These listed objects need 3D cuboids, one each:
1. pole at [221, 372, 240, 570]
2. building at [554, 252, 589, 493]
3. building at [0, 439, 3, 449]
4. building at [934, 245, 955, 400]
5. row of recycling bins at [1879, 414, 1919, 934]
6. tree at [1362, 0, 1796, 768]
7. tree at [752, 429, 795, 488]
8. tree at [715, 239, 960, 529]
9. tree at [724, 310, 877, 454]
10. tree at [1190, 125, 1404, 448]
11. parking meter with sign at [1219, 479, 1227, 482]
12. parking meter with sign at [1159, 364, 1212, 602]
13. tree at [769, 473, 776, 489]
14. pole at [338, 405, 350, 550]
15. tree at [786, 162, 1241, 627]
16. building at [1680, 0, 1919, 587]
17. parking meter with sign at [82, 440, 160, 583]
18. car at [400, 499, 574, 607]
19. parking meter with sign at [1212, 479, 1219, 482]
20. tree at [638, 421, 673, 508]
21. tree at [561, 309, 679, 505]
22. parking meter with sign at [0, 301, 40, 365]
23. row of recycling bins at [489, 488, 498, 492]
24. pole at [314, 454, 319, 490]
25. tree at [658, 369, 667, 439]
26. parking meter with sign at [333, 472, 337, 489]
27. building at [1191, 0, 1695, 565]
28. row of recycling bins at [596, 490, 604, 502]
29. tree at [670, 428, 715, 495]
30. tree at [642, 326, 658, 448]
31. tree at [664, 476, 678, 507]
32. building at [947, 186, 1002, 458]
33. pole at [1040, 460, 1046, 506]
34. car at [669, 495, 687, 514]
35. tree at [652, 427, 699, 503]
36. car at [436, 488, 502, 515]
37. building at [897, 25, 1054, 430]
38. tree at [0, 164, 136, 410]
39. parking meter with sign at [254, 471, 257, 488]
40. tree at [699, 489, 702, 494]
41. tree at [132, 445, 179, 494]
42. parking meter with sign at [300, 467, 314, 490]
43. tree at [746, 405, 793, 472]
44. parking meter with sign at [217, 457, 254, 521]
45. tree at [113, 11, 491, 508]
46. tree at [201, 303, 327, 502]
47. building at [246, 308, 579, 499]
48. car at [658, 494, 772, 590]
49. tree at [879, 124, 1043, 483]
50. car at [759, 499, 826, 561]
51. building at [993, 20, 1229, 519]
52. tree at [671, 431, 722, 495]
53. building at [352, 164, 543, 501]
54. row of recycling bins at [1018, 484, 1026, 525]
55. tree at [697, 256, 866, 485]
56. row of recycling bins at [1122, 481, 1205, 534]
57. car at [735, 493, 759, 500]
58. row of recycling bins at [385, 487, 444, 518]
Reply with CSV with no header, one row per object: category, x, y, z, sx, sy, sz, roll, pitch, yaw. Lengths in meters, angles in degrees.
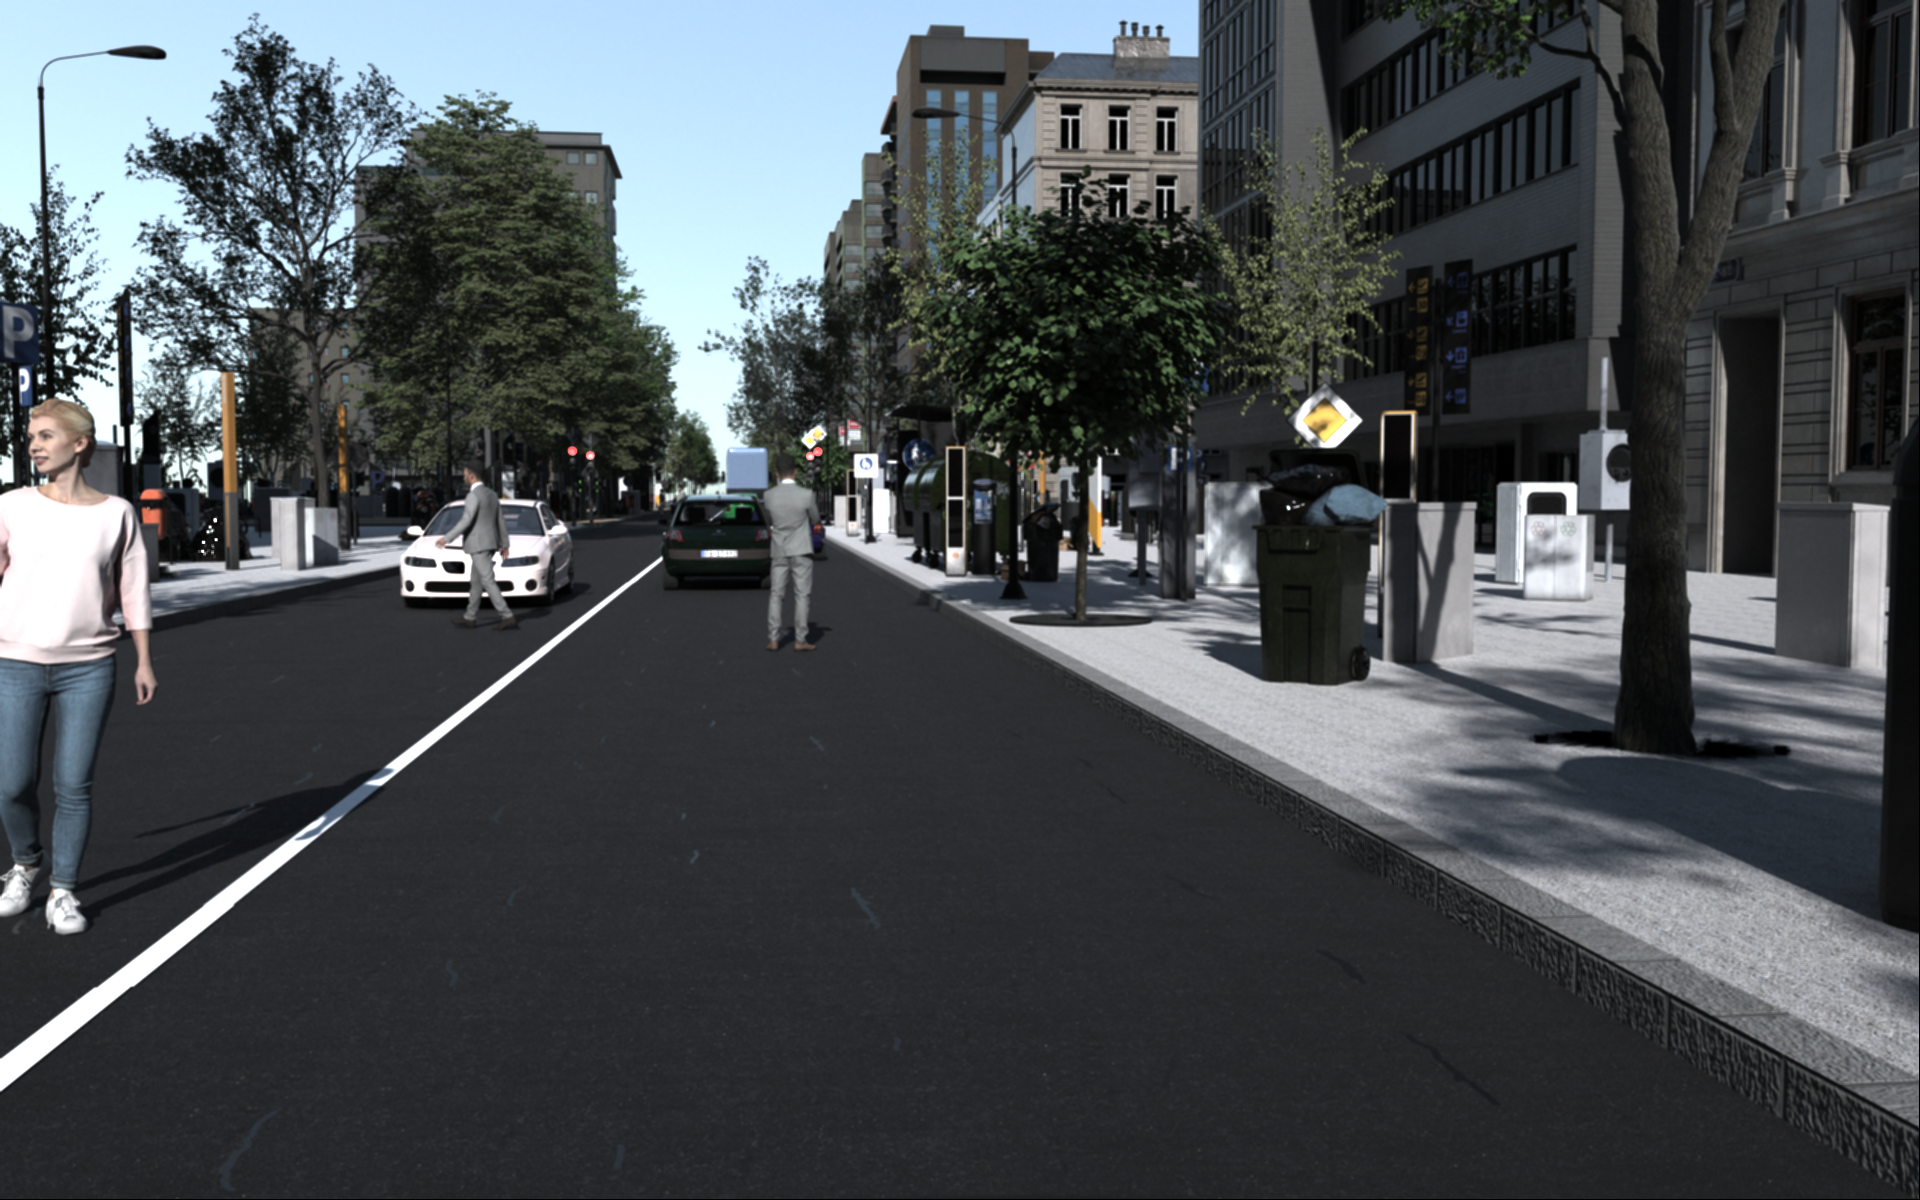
pole,-12.271,-2.157,29.117,0.158,3.312,0.155,0,3,0
building,-50.217,-26.099,198.412,14.160,30.474,14.107,0,4,-7
building,-42.959,-23.611,40.657,28.867,44.769,22.147,0,4,-7
building,5.208,-19.460,137.263,14.460,24.649,34.723,0,4,-7
row of recycling bins,3.646,0.200,3.846,1.069,1.692,3.534,-1,4,-21
tree,3.671,-5.058,8.449,9.928,11.665,9.643,0,3,0
tree,-17.220,-13.036,163.504,4.737,8.622,4.395,0,3,0
tree,-3.125,-7.893,63.467,7.601,10.594,8.767,2,4,31
tree,-10.527,-12.555,115.638,12.009,13.543,11.850,0,3,0
tree,6.684,-5.108,33.876,4.737,8.622,4.395,0,3,0
parking meter with sign,13.173,-5.611,88.002,1.738,3.016,0.543,-1,4,-11
parking meter with sign,2.713,-1.538,21.405,0.543,3.016,1.738,0,4,3
tree,-6.707,-6.008,81.945,4.285,4.588,4.351,0,3,0
pole,-14.121,-2.805,39.704,0.158,3.312,0.155,0,3,0
tree,1.152,-2.051,17.243,4.285,4.588,4.351,0,3,0
building,18.295,-11.199,19.265,11.583,22.565,21.152,0,4,-7
parking meter with sign,-12.216,-1.716,24.321,0.543,3.016,1.738,3,4,38
car,-6.331,-0.683,23.530,2.083,1.381,4.827,0,4,-8
parking meter with sign,9.340,-4.296,66.493,0.543,3.016,1.738,2,4,25
tree,-28.555,-12.902,161.307,4.360,8.622,3.978,0,3,0
tree,-22.336,-12.546,111.782,9.857,13.997,8.962,0,3,0
parking meter with sign,-9.450,-1.211,16.057,1.738,3.016,0.543,1,4,11
row of recycling bins,-31.400,-6.644,115.744,1.069,1.692,3.534,-1,4,-13
pole,-32.728,-5.767,88.126,0.158,3.312,0.155,0,3,0
tree,-20.583,-11.174,100.818,7.486,12.596,7.792,0,3,0
parking meter with sign,-40.921,-7.194,113.881,0.543,3.016,1.738,0,4,-4
building,16.672,-13.862,45.718,14.314,24.678,30.058,0,4,-7
row of recycling bins,-28.981,-8.513,146.293,3.534,1.692,1.069,0,4,-6
tree,-38.098,-19.001,245.083,7.601,10.594,8.767,0,4,-8
tree,-18.797,-10.154,84.147,7.486,12.596,7.792,0,3,0
tree,-28.055,-10.520,166.603,1.663,3.219,1.824,0,3,0
building,5.331,-15.701,111.469,10.420,20.320,16.860,0,4,-7
pole,2.725,-3.866,57.058,0.158,3.312,0.155,0,3,0
car,-20.136,-6.921,125.746,1.945,1.354,3.894,-1,4,-9
tree,-32.059,-14.700,190.710,4.737,8.622,4.395,0,3,0
car,-20.881,-3.856,72.831,4.222,1.686,2.009,0,4,-7
building,1.407,-31.670,167.922,14.600,45.320,14.200,0,4,-7
tree,-20.946,-5.433,39.200,4.737,8.622,4.395,0,3,0
parking meter with sign,-41.264,-6.435,101.466,0.543,3.016,1.738,-3,5,-40
tree,-44.808,-21.337,299.225,4.737,8.622,4.395,0,3,0
tree,-27.618,-3.919,58.685,1.663,3.219,1.824,0,3,0
parking meter with sign,-42.870,-7.177,113.608,1.738,3.016,0.543,2,4,29
tree,-23.483,-18.389,218.793,7.486,12.596,7.792,0,3,0
parking meter with sign,-34.396,-5.218,81.570,1.738,3.016,0.543,0,4,5
tree,-13.040,-6.120,34.468,7.601,10.594,8.767,-1,4,-20
tree,-25.798,-6.999,64.791,4.737,8.622,4.395,0,3,0
building,-54.046,-20.278,176.581,27.650,21.520,28.899,0,4,-7
car,-3.771,-1.071,27.301,2.009,1.686,4.222,0,4,-7
tree,0.184,-5.166,34.822,4.737,8.622,4.395,0,3,0
car,-3.925,-1.589,38.565,1.945,1.354,3.894,0,4,-7
building,15.146,-18.321,96.817,25.104,27.353,12.463,0,4,-7
tree,-44.297,-22.821,290.122,9.611,12.733,9.660,0,3,0
building,-45.607,-23.480,155.596,14.160,30.474,14.107,0,4,-7
row of recycling bins,0.945,-3.913,71.090,3.534,1.692,1.069,0,4,-4
tree,-14.082,-17.284,138.481,12.611,20.169,13.585,0,3,0
row of recycling bins,6.586,-3.011,56.341,1.069,1.692,3.534,-3,4,-38
car,-9.911,-4.316,79.365,1.959,1.807,4.718,0,4,-6
row of recycling bins,-29.903,-5.368,94.880,3.534,1.692,1.069,1,4,15
